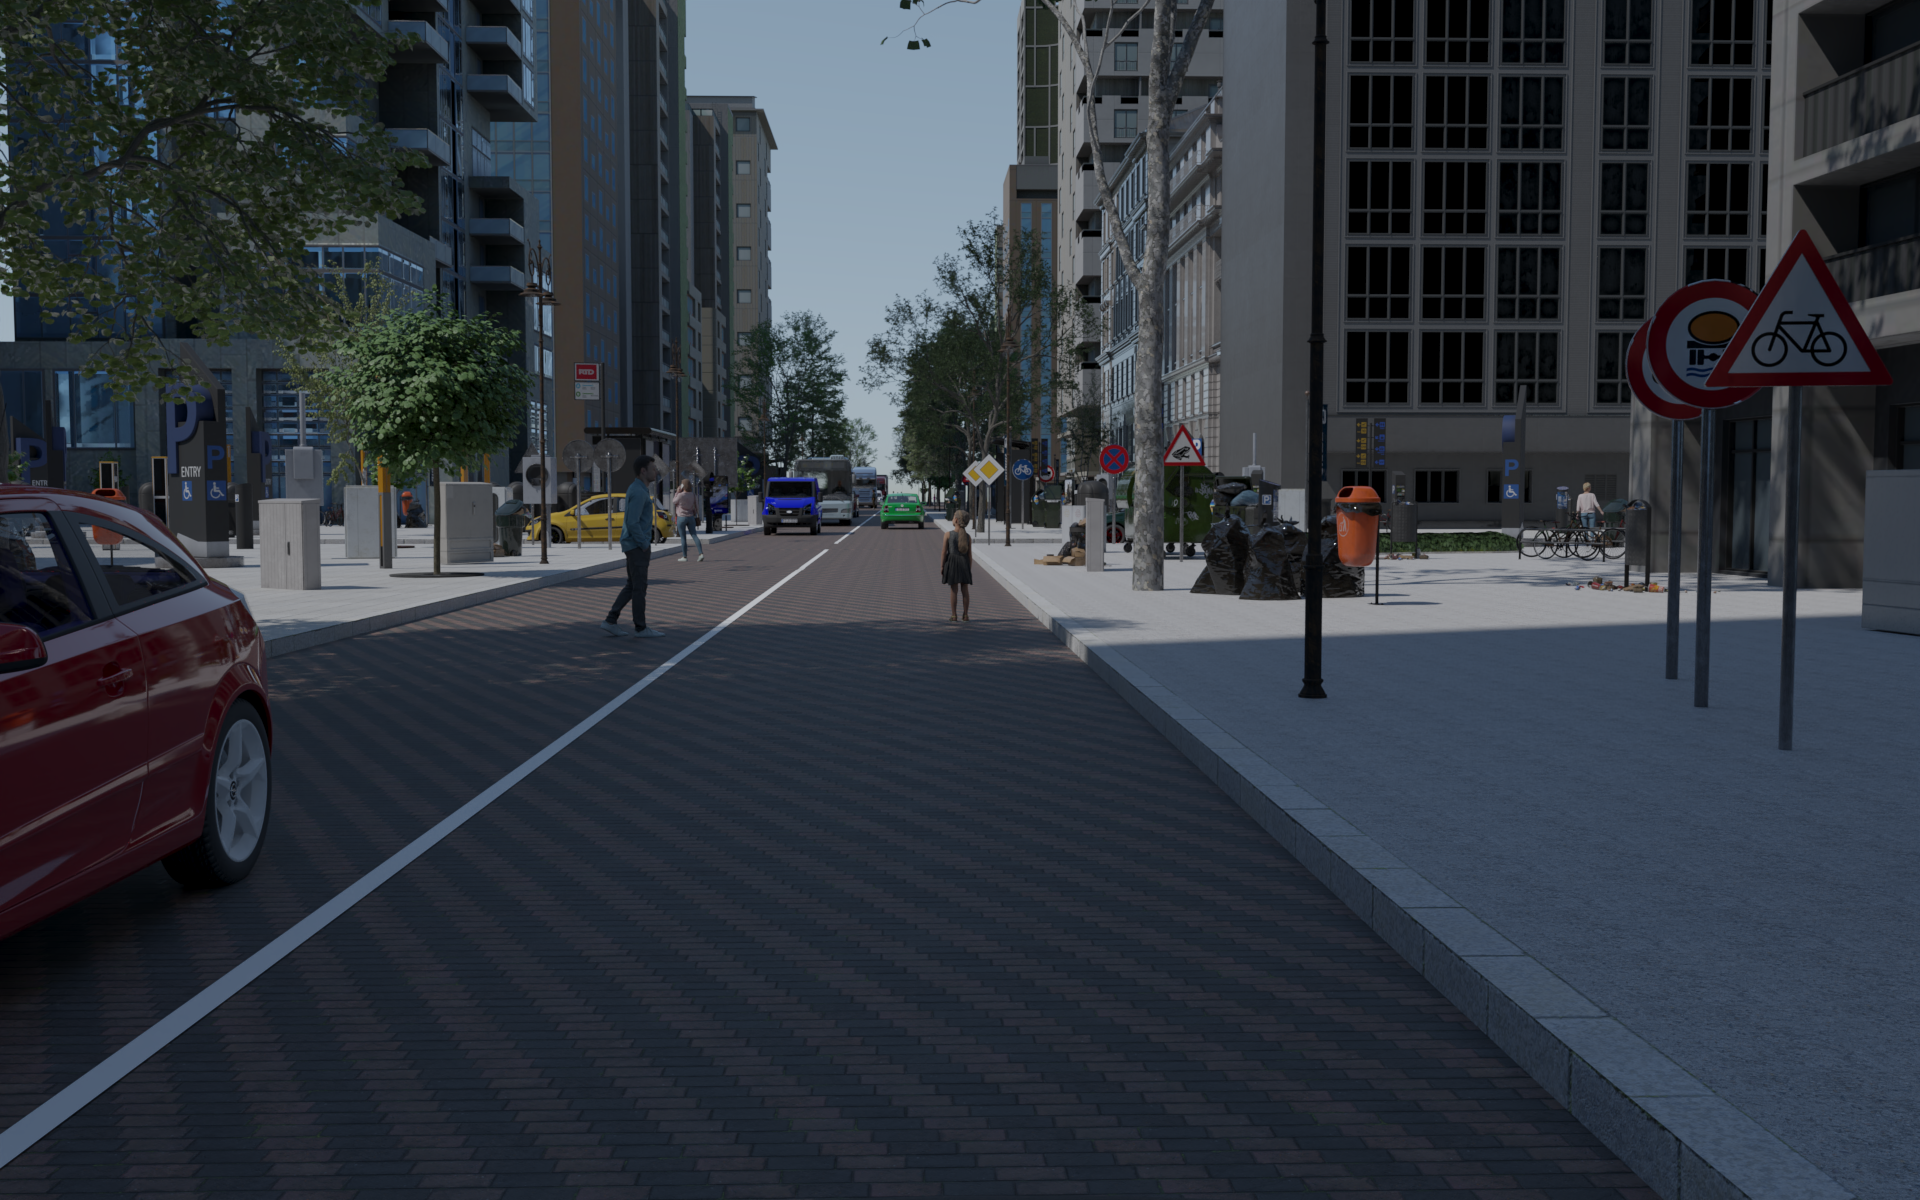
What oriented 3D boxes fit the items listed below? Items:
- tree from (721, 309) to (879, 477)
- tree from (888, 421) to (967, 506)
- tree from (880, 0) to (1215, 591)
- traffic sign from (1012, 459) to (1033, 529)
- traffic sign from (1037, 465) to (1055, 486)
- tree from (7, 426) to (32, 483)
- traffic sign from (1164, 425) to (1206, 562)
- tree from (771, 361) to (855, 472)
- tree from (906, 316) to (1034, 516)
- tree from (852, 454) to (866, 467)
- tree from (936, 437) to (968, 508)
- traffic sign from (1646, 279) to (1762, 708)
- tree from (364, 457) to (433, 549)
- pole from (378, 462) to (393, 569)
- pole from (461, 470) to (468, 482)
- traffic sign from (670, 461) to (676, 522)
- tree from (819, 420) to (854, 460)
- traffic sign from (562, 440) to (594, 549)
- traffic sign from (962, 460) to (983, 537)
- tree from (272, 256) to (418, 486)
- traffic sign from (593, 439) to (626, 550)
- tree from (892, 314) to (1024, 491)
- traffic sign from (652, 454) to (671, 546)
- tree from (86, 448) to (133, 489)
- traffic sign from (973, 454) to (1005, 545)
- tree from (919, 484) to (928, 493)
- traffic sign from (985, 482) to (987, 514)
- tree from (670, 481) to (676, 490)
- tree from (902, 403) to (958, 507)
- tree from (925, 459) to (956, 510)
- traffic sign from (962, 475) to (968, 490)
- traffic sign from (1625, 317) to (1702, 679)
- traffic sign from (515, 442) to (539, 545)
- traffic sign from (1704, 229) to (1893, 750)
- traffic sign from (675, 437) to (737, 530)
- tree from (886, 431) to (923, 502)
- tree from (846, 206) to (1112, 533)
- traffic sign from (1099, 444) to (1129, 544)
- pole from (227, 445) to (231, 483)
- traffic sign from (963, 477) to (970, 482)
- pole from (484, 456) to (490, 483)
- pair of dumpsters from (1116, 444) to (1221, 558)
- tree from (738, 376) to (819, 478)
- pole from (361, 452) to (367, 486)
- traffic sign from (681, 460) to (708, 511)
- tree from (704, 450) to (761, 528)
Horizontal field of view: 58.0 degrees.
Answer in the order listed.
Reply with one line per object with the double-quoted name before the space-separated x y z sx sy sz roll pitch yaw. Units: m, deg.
"tree" -9.719 -10.459 96.758 9.928 11.665 9.643 0 3 0
"tree" -3.290 -16.937 193.924 9.611 12.733 9.660 0 3 0
"tree" 3.564 -10.253 23.527 12.611 20.169 13.585 0 3 0
"traffic sign" 2.291 -3.857 63.165 0.768 2.556 0.104 0 4 -2
"traffic sign" 3.723 -4.586 75.089 0.768 2.556 0.104 0 4 5
"tree" -22.901 -2.841 41.056 1.663 3.219 1.824 0 3 0
"traffic sign" 4.170 -1.991 32.559 0.884 2.594 0.081 0 4 -1
"tree" -12.546 -13.902 145.423 7.486 12.596 7.792 0 3 0
"tree" 0.459 -10.649 99.864 9.928 11.665 9.643 0 3 0
"tree" -16.840 -20.415 284.141 4.737 8.622 4.395 0 3 0
"tree" -1.153 -12.615 156.623 4.360 8.622 3.978 0 3 0
"traffic sign" 4.470 -0.628 10.366 0.768 2.556 0.104 0 4 5
"tree" -13.483 -2.834 40.945 1.663 3.219 1.824 0 3 0
"pole" -9.877 -2.193 29.704 0.158 3.312 0.155 0 3 0
"pole" -15.050 -3.594 52.607 0.158 3.312 0.155 0 3 0
"traffic sign" -10.878 -4.024 65.897 0.768 2.556 0.104 0 4 8
"tree" -11.657 -12.465 154.167 4.360 8.622 3.978 0 3 0
"traffic sign" -8.947 -2.479 40.635 0.768 2.556 0.104 0 4 2
"traffic sign" 0.464 -2.913 51.275 0.795 2.450 0.064 0 4 -2
"tree" -18.518 -6.274 52.945 4.737 8.622 4.395 0 3 0
"traffic sign" -8.054 -2.428 39.799 0.768 2.556 0.104 0 4 4
"tree" -0.195 -12.885 117.319 9.857 13.997 8.962 0 3 0
"traffic sign" -7.566 -2.410 43.045 0.795 2.450 0.064 0 4 -2
"tree" -34.537 -4.652 70.667 1.663 3.219 1.824 0 3 0
"traffic sign" 0.724 -2.425 43.294 0.795 2.450 0.064 0 4 -2
"tree" -5.905 -17.659 283.318 1.663 3.219 1.824 0 3 0
"traffic sign" 1.372 -5.790 94.773 0.768 2.556 0.104 0 4 0
"tree" -18.927 -7.374 115.170 1.663 3.219 1.824 0 3 0
"tree" -2.513 -15.896 178.027 7.486 12.596 7.792 0 3 0
"tree" -1.225 -9.734 142.871 4.285 4.588 4.351 0 3 0
"traffic sign" 0.494 -6.571 107.535 0.768 2.556 0.104 0 4 1
"traffic sign" 4.940 -0.724 11.945 0.768 2.556 0.104 0 4 1
"traffic sign" -10.746 -2.662 43.528 0.884 2.594 0.081 0 4 -1
"traffic sign" 4.141 -0.527 8.617 0.884 2.594 0.081 0 4 7
"traffic sign" -9.093 -4.172 62.079 2.265 3.308 0.079 0 4 7
"tree" -5.211 -20.055 238.272 12.009 13.543 11.850 0 3 0
"tree" 0.660 -7.496 56.979 8.767 10.594 7.601 0 4 1
"traffic sign" 3.943 -2.704 44.322 0.768 2.556 0.104 0 4 8
"pole" -30.127 -4.743 71.391 0.158 3.312 0.155 0 3 0
"traffic sign" 0.570 -4.520 73.902 0.884 2.594 0.081 0 4 3
"pole" -13.721 -3.452 50.281 0.158 3.312 0.155 0 3 0
"pair of dumpsters" 4.256 -2.028 35.658 1.574 2.255 4.437 0 4 -2
"tree" -11.441 -9.545 106.417 4.360 8.622 3.978 0 3 0
"pole" -21.720 -4.239 63.148 0.158 3.312 0.155 0 3 0
"traffic sign" -7.827 -2.898 51.025 0.795 2.450 0.064 0 4 -2
"tree" -9.069 -4.590 69.646 1.663 3.219 1.824 0 3 0
